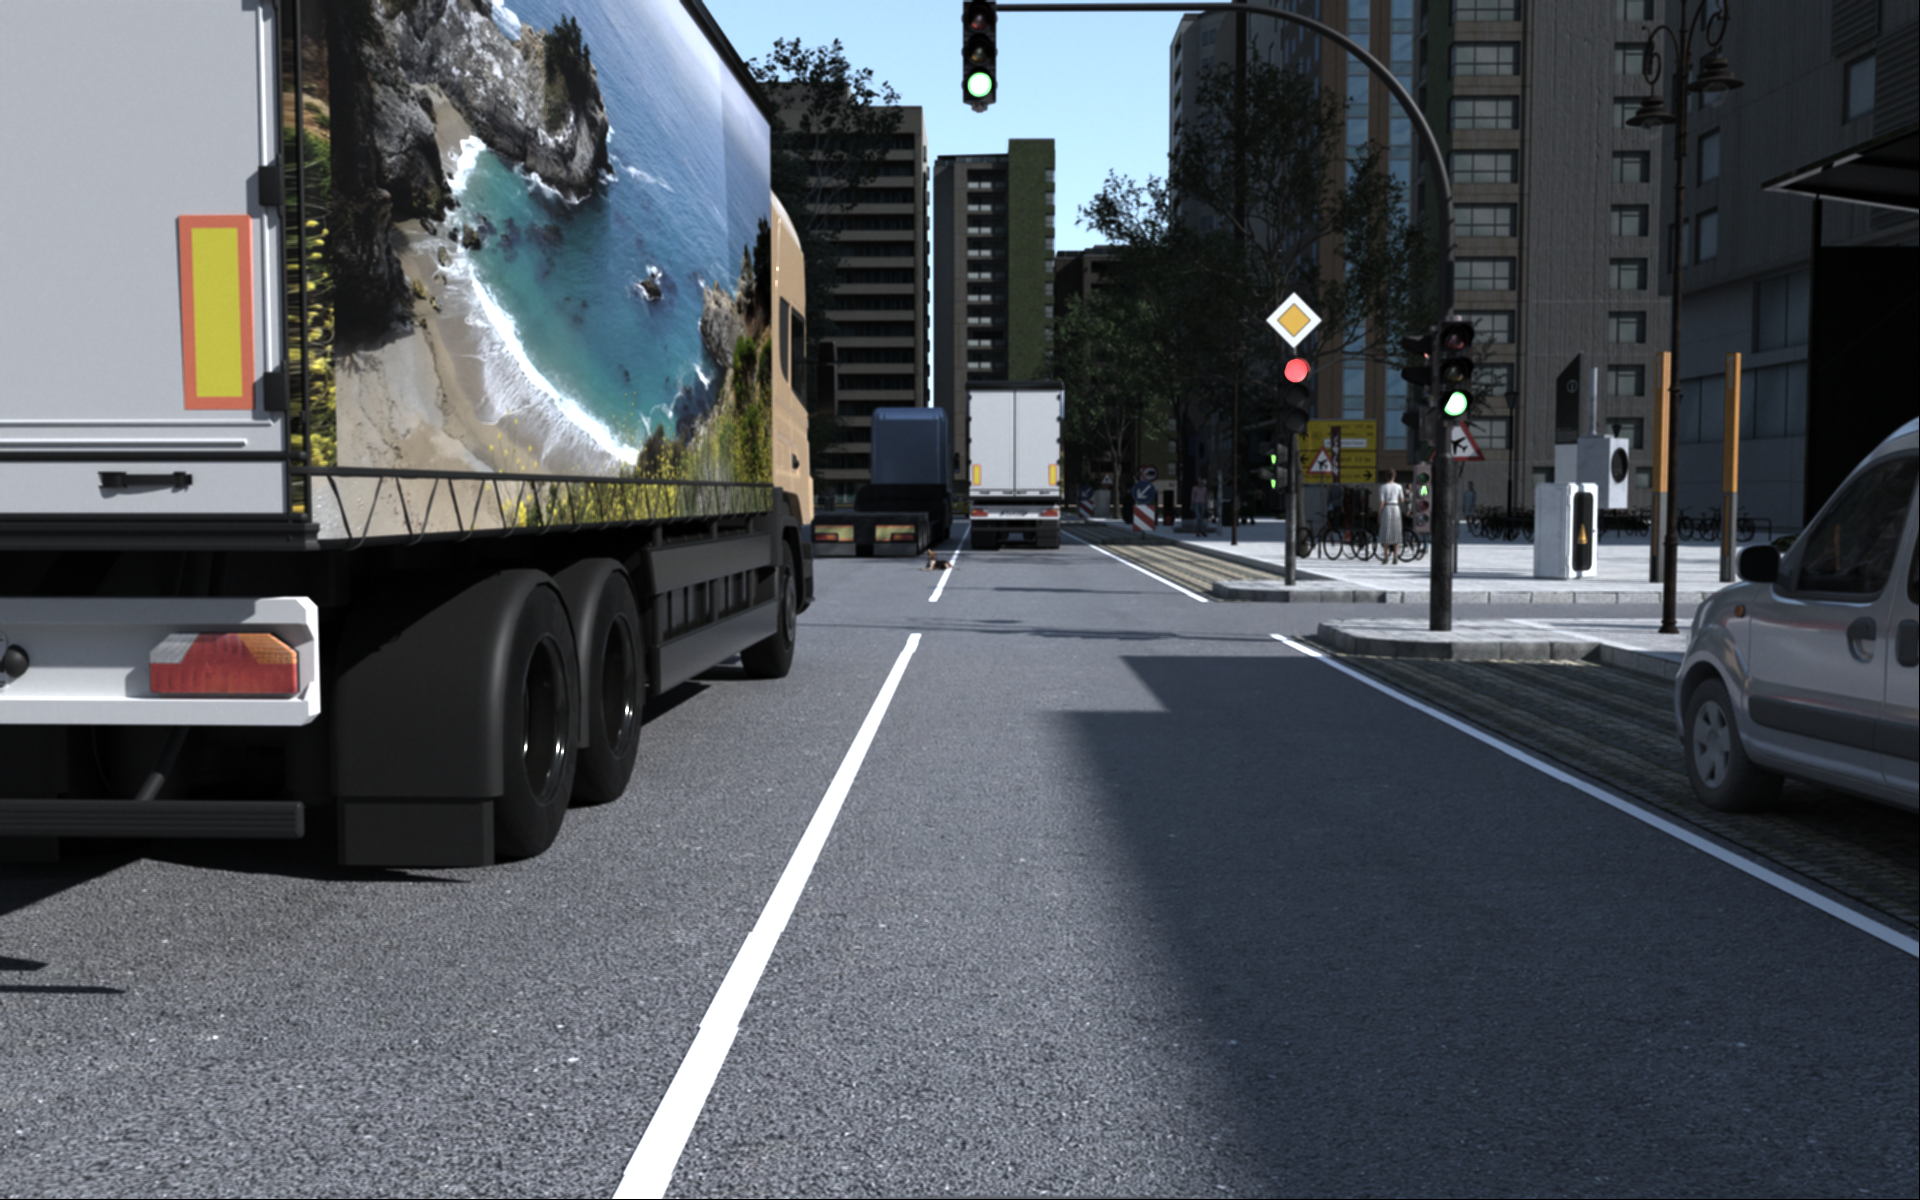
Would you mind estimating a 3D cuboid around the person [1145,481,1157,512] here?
[{"bbox_3d":[7.558,-3.828,68.881,0.600,1.795,0.529,0,4,3],"label":"person"}]

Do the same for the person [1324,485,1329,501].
[{"bbox_3d":[19.117,-5.159,90.665,0.793,1.790,0.793,-3,5,-40],"label":"person"}]

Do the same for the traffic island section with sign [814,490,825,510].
[{"bbox_3d":[-12.319,-8.898,154.116,1.989,1.847,2.006,0,4,1],"label":"traffic island section with sign"}]

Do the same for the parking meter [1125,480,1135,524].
[{"bbox_3d":[7.317,-4.192,74.247,0.399,1.863,0.255,3,4,37],"label":"parking meter"}]

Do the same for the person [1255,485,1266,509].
[{"bbox_3d":[17.965,-6.008,104.276,1.348,1.823,0.705,-3,4,-36],"label":"person"}]

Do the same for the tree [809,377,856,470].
[{"bbox_3d":[-15.342,-15.770,168.215,12.009,13.543,11.850,0,3,0],"label":"tree"}]

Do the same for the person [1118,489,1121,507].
[{"bbox_3d":[15.458,-9.969,169.051,0.705,1.823,1.348,-1,4,-15],"label":"person"}]

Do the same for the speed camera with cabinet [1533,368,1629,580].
[{"bbox_3d":[9.563,-1.972,26.586,0.660,3.252,2.038,3,5,45],"label":"speed camera with cabinet"}]

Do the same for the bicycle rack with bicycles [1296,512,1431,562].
[{"bbox_3d":[8.216,-1.249,33.811,2.852,0.926,2.925,-1,4,-17],"label":"bicycle rack with bicycles"}]

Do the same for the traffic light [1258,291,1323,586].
[{"bbox_3d":[4.614,-2.157,24.186,0.839,4.253,0.868,0,4,1],"label":"traffic light"}]

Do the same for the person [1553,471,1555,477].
[{"bbox_3d":[13.959,-2.110,40.311,0.659,1.850,0.755,2,4,28],"label":"person"}]

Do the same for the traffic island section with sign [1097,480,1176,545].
[{"bbox_3d":[5.034,-2.475,49.092,1.989,1.847,2.006,0,4,1],"label":"traffic island section with sign"}]

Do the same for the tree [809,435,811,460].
[{"bbox_3d":[-15.896,-13.787,143.547,7.486,12.596,7.792,0,3,0],"label":"tree"}]

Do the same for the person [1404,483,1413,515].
[{"bbox_3d":[20.387,-4.417,78.621,0.532,1.782,0.716,3,5,39],"label":"person"}]

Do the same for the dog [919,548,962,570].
[{"bbox_3d":[-0.371,-0.767,32.739,0.748,0.427,0.550,1,4,13],"label":"dog"}]

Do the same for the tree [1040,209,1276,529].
[{"bbox_3d":[8.247,-8.416,63.357,9.928,11.665,9.643,0,3,0],"label":"tree"}]

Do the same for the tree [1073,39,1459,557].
[{"bbox_3d":[6.840,-6.183,35.503,8.767,10.594,7.601,-3,4,-36],"label":"tree"}]

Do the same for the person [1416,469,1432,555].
[{"bbox_3d":[9.879,-1.829,35.929,0.713,1.824,0.794,-2,4,-23],"label":"person"}]

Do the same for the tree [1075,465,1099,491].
[{"bbox_3d":[8.410,-7.339,114.589,1.663,3.219,1.824,0,3,0],"label":"tree"}]

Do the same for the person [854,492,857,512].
[{"bbox_3d":[-3.747,-3.555,66.720,0.694,1.812,0.767,-1,4,-9],"label":"person"}]

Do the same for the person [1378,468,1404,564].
[{"bbox_3d":[7.863,-1.533,31.674,0.480,1.755,0.524,0,4,-5],"label":"person"}]

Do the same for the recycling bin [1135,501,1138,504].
[{"bbox_3d":[9.051,-4.837,91.635,0.722,1.027,0.722,0,3,0],"label":"recycling bin"}]

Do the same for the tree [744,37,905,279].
[{"bbox_3d":[-8.849,-12.824,68.012,12.611,20.169,13.585,0,3,0],"label":"tree"}]

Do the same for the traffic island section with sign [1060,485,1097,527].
[{"bbox_3d":[5.444,-4.172,76.841,1.989,1.847,2.006,0,4,1],"label":"traffic island section with sign"}]

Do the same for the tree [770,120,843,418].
[{"bbox_3d":[-8.213,-9.038,56.877,9.857,13.997,8.962,0,3,0],"label":"tree"}]

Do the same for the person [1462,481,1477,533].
[{"bbox_3d":[16.993,-3.098,57.705,0.512,1.701,0.522,2,4,32],"label":"person"}]

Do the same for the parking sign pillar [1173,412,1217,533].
[{"bbox_3d":[7.807,-4.219,57.448,1.447,3.967,1.447,2,4,30],"label":"parking sign pillar"}]

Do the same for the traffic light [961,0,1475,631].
[{"bbox_3d":[2.401,-2.534,16.091,4.771,5.953,1.251,0,4,1],"label":"traffic light"}]

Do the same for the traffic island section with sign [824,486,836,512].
[{"bbox_3d":[-7.524,-5.575,99.289,2.006,1.907,1.989,0,4,1],"label":"traffic island section with sign"}]

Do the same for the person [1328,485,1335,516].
[{"bbox_3d":[14.611,-3.775,67.855,0.616,1.811,0.778,2,4,27],"label":"person"}]

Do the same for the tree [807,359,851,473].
[{"bbox_3d":[-7.564,-8.233,87.422,4.360,8.622,3.978,0,3,0],"label":"tree"}]

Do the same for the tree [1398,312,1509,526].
[{"bbox_3d":[19.770,-7.281,69.408,4.360,8.622,3.978,0,3,0],"label":"tree"}]

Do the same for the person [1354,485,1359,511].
[{"bbox_3d":[20.774,-5.149,90.651,0.576,1.772,0.534,2,4,28],"label":"person"}]

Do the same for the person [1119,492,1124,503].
[{"bbox_3d":[12.383,-7.655,134.439,0.697,1.427,0.421,-1,4,-22],"label":"person"}]

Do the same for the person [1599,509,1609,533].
[{"bbox_3d":[21.358,-3.160,57.893,0.526,1.800,0.537,0,4,-7],"label":"person"}]

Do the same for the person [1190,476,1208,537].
[{"bbox_3d":[7.137,-2.794,51.735,0.555,1.821,0.388,-1,4,-19],"label":"person"}]

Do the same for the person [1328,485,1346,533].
[{"bbox_3d":[12.515,-3.128,57.359,0.473,1.802,0.592,-1,4,-16],"label":"person"}]

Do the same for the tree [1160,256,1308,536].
[{"bbox_3d":[8.238,-6.284,53.109,4.360,8.622,3.978,0,3,0],"label":"tree"}]

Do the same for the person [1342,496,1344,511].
[{"bbox_3d":[22.992,-5.920,103.547,1.217,1.735,0.721,-2,4,-31],"label":"person"}]

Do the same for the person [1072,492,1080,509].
[{"bbox_3d":[10.015,-8.614,146.848,1.348,1.831,0.705,-3,5,-40],"label":"person"}]

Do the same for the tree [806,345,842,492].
[{"bbox_3d":[-7.637,-7.949,82.783,4.737,8.622,4.395,0,3,0],"label":"tree"}]

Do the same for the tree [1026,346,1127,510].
[{"bbox_3d":[8.833,-14.147,141.666,12.009,13.543,11.850,0,3,0],"label":"tree"}]

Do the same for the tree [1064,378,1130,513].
[{"bbox_3d":[8.464,-9.585,107.075,4.360,8.622,3.978,0,3,0],"label":"tree"}]
